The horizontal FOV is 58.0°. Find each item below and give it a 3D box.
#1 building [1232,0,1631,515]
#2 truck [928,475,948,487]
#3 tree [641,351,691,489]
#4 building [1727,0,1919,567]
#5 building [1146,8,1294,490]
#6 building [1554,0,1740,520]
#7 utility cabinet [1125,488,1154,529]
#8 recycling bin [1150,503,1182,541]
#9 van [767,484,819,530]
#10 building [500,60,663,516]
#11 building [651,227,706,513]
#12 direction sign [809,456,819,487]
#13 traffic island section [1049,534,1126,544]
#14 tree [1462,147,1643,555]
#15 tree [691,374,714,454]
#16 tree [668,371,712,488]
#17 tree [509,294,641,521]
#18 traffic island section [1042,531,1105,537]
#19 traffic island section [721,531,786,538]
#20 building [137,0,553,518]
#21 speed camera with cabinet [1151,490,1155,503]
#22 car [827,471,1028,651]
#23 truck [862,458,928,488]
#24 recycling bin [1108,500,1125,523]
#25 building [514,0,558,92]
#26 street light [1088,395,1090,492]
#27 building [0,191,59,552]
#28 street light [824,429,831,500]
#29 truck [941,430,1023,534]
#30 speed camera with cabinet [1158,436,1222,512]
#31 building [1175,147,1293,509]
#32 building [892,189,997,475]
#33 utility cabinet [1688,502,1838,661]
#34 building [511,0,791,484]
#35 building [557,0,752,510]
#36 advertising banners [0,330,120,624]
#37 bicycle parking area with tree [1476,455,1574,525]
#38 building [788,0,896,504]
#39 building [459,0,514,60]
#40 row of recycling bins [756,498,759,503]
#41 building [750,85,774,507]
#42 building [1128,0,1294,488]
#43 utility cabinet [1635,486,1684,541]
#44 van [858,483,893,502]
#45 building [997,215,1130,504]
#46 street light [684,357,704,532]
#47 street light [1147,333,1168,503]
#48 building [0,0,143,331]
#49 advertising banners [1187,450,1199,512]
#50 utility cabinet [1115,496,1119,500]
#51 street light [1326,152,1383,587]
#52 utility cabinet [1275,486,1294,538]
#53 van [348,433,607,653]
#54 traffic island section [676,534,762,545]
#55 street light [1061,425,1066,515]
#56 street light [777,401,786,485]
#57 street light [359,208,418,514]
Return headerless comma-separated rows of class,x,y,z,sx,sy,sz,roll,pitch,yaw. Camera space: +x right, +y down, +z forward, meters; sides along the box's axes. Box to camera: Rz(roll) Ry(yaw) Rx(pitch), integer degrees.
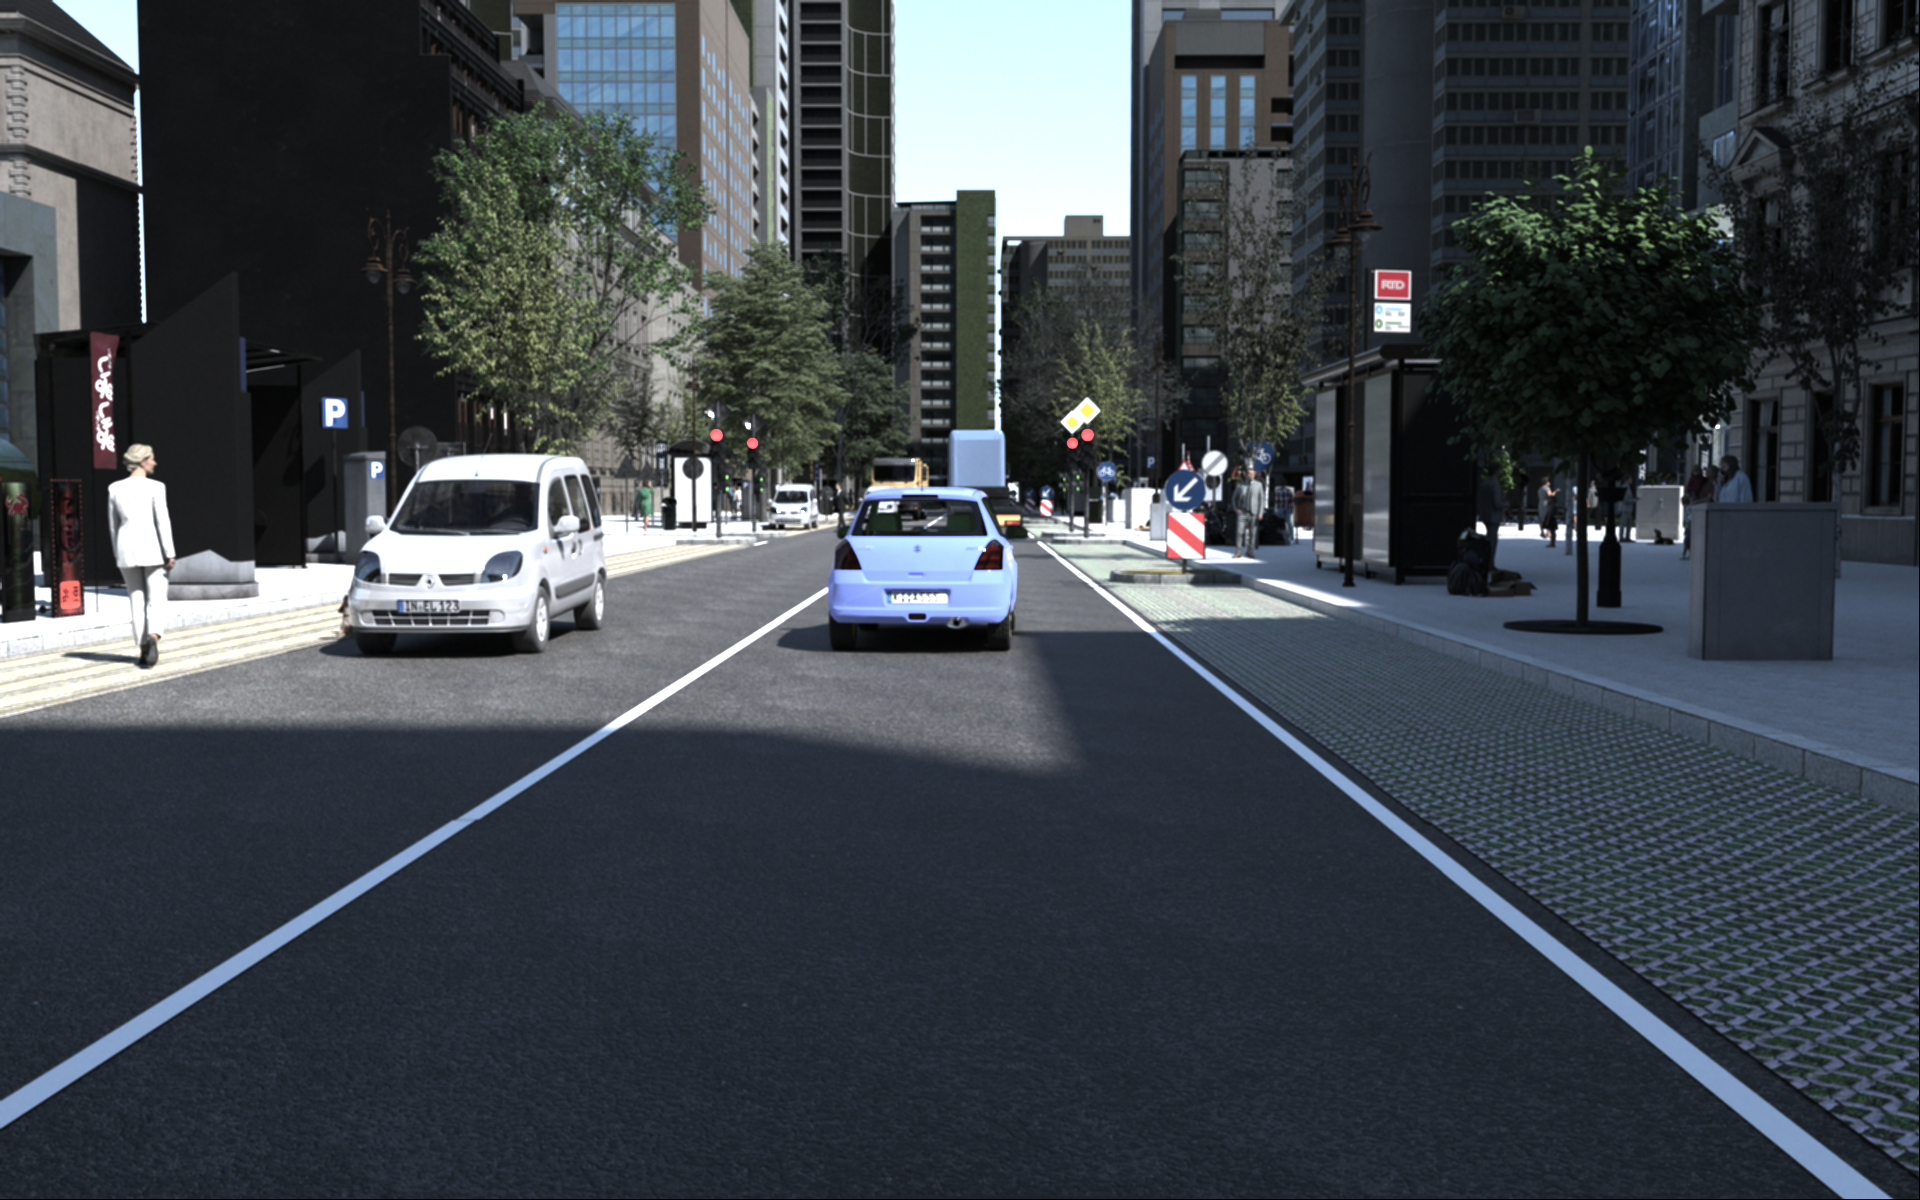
building,35.236,-25.829,114.182,32.217,40.220,23.993,0,4,1
truck,-2.363,-11.292,180.552,3.469,3.379,9.791,0,4,-1
tree,-15.512,-8.083,82.511,4.360,8.622,3.978,0,3,0
building,21.649,-10.069,29.257,10.561,19.102,19.286,0,4,1
building,25.151,-31.302,161.905,14.600,45.320,14.200,0,4,1
building,44.608,-46.728,76.668,31.000,86.520,22.319,0,4,1
utility cabinet,6.493,-3.332,63.164,0.318,1.500,1.173,3,5,44
recycling bin,5.633,-2.129,47.369,0.722,1.027,0.722,2,4,25
van,-6.705,-3.850,69.963,2.013,2.044,4.112,0,4,1
building,-27.759,-16.339,100.422,16.112,22.955,30.059,0,4,1
building,-24.847,-16.524,124.915,10.420,20.320,16.860,0,4,1
direction sign,-8.726,-6.814,103.401,0.379,3.537,0.876,2,4,33
traffic island section,3.699,-1.716,50.333,2.009,0.180,2.903,0,4,1
tree,12.571,-5.250,36.205,4.737,8.622,4.395,0,3,0
tree,-16.111,-9.474,105.258,4.360,8.622,3.978,0,3,0
tree,-15.935,-9.139,99.778,4.737,8.622,4.395,0,3,0
tree,-14.085,-6.870,62.689,4.360,8.622,3.978,0,3,0
traffic island section,3.782,-2.204,58.318,2.009,0.180,2.903,0,4,1
traffic island section,-6.959,-2.211,58.434,2.009,0.180,2.903,0,4,1
building,-26.155,-15.096,76.495,12.332,23.373,15.834,0,4,1
speed camera with cabinet,8.174,-4.483,67.635,2.038,3.252,0.660,-1,4,-20
car,-0.298,-0.464,17.178,1.945,1.707,3.694,0,4,2
truck,-3.306,-6.061,95.028,3.469,3.379,9.791,0,4,3
recycling bin,7.037,-3.947,77.090,0.722,1.027,0.722,-1,4,-12
building,-26.756,-30.004,140.674,14.600,45.320,14.200,0,4,1
street light,5.986,-6.610,80.868,0.468,5.910,1.993,0,4,1
building,-35.951,-43.616,25.788,31.000,86.520,22.319,0,4,1
street light,-8.439,-8.423,110.499,0.468,5.910,1.993,0,4,1
truck,0.775,-4.729,67.078,2.967,4.110,18.799,0,4,-1
speed camera with cabinet,7.800,-3.924,58.493,2.038,3.252,0.660,-1,4,-15
building,25.280,-23.029,148.229,14.160,30.474,14.107,0,4,1
building,-2.118,-33.709,234.736,14.086,41.232,14.154,0,4,1
utility cabinet,6.227,-0.141,13.462,1.020,1.237,0.306,0,4,-1
building,-32.896,-39.446,186.945,28.212,58.520,21.231,0,4,1
building,-26.522,-30.871,154.846,14.600,45.320,14.200,0,4,1
advertising banners,-9.331,-1.334,17.994,0.090,3.025,2.074,1,4,8
bicycle parking area with tree,22.358,-5.393,75.181,9.016,4.147,8.231,1,4,17
building,-19.431,-48.871,237.296,20.611,71.187,20.563,0,4,1
building,-69.413,-48.856,237.053,20.611,71.187,20.563,0,4,1
row of recycling bins,-11.869,-5.580,98.347,1.069,1.692,3.534,0,4,-6
building,-25.944,-29.693,169.082,14.154,41.232,14.086,0,4,1
building,28.461,-39.193,182.809,21.231,58.520,28.212,0,4,1
utility cabinet,19.193,-2.377,47.537,1.173,1.500,0.318,3,5,42
van,-4.016,-4.855,86.398,2.013,2.044,4.112,0,4,1
building,17.336,-33.751,243.717,23.993,40.220,32.217,0,4,1
street light,-8.987,-5.246,58.564,0.468,5.910,1.993,0,4,1
street light,5.668,-4.712,49.835,0.468,5.910,1.993,0,4,1
building,-46.873,-15.032,74.647,19.941,23.489,11.050,0,4,1
advertising banners,9.454,-4.535,70.328,0.090,3.025,2.074,1,4,22
utility cabinet,7.110,-4.386,82.877,1.020,1.237,0.306,-2,4,-35
street light,5.397,-3.124,23.867,0.468,5.910,1.993,0,4,1
utility cabinet,9.445,-2.550,50.371,0.318,1.500,1.173,0,4,-2
van,-4.593,-0.604,16.894,2.013,2.044,4.112,0,4,-1
traffic island section,-7.042,-1.723,50.449,2.009,0.180,2.903,0,4,1
street light,6.351,-8.199,106.835,0.468,5.910,1.993,0,4,1
street light,-8.646,-6.834,84.531,0.468,5.910,1.993,0,4,1
street light,-9.298,-3.398,28.337,0.468,5.910,1.993,0,4,1
